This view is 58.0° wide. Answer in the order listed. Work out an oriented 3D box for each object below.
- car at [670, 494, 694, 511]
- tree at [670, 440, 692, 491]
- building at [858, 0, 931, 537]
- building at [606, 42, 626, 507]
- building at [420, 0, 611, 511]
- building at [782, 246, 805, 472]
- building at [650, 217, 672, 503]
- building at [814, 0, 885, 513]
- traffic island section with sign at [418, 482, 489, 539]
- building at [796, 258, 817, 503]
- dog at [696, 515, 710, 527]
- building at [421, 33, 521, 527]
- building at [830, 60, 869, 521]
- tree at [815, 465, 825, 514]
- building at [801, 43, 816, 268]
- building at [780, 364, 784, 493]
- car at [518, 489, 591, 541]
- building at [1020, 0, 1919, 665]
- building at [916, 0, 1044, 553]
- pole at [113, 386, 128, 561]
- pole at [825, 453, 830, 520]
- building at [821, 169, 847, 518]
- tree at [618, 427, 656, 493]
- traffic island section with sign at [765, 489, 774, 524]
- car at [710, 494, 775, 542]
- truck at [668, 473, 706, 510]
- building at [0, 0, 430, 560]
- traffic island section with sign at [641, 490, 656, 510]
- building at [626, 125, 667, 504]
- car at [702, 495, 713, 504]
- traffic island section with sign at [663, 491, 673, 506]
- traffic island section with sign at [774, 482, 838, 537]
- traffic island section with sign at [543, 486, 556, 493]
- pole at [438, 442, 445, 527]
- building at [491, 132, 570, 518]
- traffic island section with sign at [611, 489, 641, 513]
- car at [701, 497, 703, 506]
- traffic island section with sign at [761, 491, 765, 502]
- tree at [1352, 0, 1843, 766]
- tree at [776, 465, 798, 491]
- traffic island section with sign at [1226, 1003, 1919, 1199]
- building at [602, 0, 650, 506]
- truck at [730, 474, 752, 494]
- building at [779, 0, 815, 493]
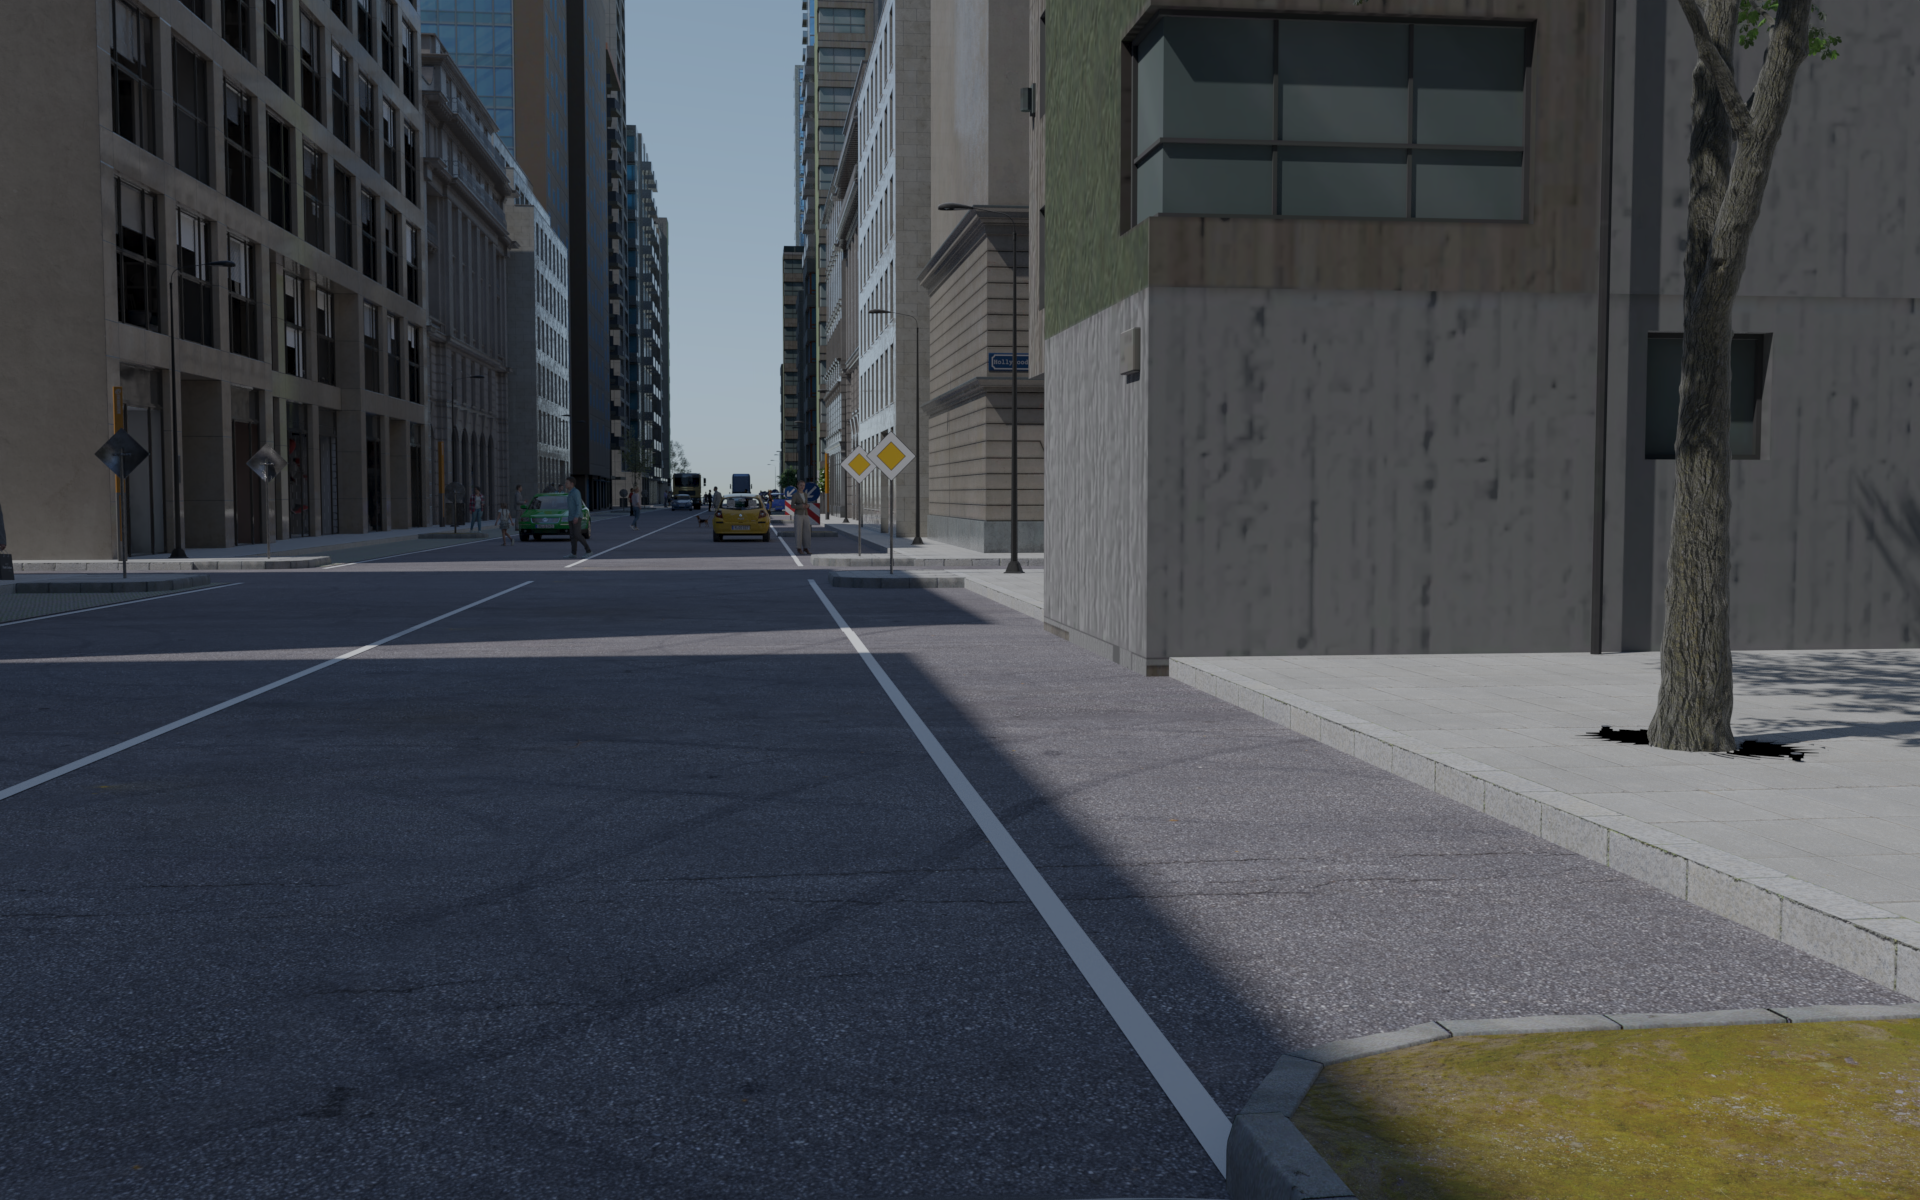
[{"bbox_3d":[-23.788,-8.328,148.158,2.014,1.417,4.499,-1,4,-9],"label":"car"},{"bbox_3d":[-44.708,-20.337,266.919,7.601,10.594,8.767,0,4,1],"label":"tree"},{"bbox_3d":[2.250,-12.516,59.395,10.420,20.320,16.860,0,4,-7],"label":"building"},{"bbox_3d":[-43.788,-31.210,164.913,22.147,44.769,28.867,0,4,-7],"label":"building"},{"bbox_3d":[-36.855,-30.213,144.088,14.600,45.320,14.200,0,4,-7],"label":"building"},{"bbox_3d":[-13.759,-26.393,203.233,14.160,30.474,14.107,0,4,-7],"label":"building"},{"bbox_3d":[-48.948,-34.520,247.991,14.154,41.232,14.086,0,4,-7],"label":"building"},{"bbox_3d":[-3.086,-26.718,120.439,14.154,41.232,14.086,0,4,-7],"label":"building"},{"bbox_3d":[-16.392,-2.908,56.174,1.989,1.847,2.006,0,4,-7],"label":"traffic island section with sign"},{"bbox_3d":[0.760,-18.231,143.121,27.650,21.520,28.899,0,4,-7],"label":"building"},{"bbox_3d":[-11.187,-3.430,75.367,0.540,0.507,0.406,-2,4,-28],"label":"dog"},{"bbox_3d":[-28.024,-14.447,78.002,13.314,21.916,24.055,0,4,-7],"label":"building"},{"bbox_3d":[1.220,-14.596,80.447,13.314,21.916,24.055,0,4,-7],"label":"building"},{"bbox_3d":[-8.899,-7.218,112.623,1.663,3.219,1.824,0,3,0],"label":"tree"},{"bbox_3d":[-4.233,-33.758,171.553,23.786,49.044,30.456,0,4,-7],"label":"building"},{"bbox_3d":[-9.254,-23.281,225.678,27.650,21.520,28.899,0,4,-7],"label":"building"},{"bbox_3d":[-12.593,-2.760,53.919,1.959,1.807,4.718,0,4,-5],"label":"car"},{"bbox_3d":[7.598,-15.204,20.291,14.160,30.474,14.107,0,4,-7],"label":"building"},{"bbox_3d":[16.699,-13.752,43.923,34.723,24.649,14.460,0,4,-7],"label":"building"},{"bbox_3d":[-15.984,-2.392,32.958,0.158,3.312,0.155,0,3,0],"label":"pole"},{"bbox_3d":[-6.619,-5.658,86.359,0.158,3.312,0.155,0,3,0],"label":"pole"},{"bbox_3d":[-2.886,-15.467,102.030,9.793,20.994,18.267,0,4,-7],"label":"building"},{"bbox_3d":[-34.698,-14.384,185.539,4.360,8.622,3.978,0,3,0],"label":"tree"},{"bbox_3d":[-8.437,-4.680,85.153,1.989,1.847,2.006,0,4,-7],"label":"traffic island section with sign"},{"bbox_3d":[-6.694,-2.631,53.243,2.015,1.641,3.980,0,4,-6],"label":"car"},{"bbox_3d":[-25.341,-10.084,160.797,3.469,3.379,9.791,-1,4,-9],"label":"truck"},{"bbox_3d":[-28.092,-14.928,48.590,19.350,26.468,34.151,0,4,-7],"label":"building"},{"bbox_3d":[-29.146,-9.280,160.362,1.989,1.847,2.006,0,4,-7],"label":"traffic island section with sign"},{"bbox_3d":[-50.691,-37.021,224.902,23.786,49.044,30.456,0,4,-7],"label":"building"},{"bbox_3d":[-35.552,-14.288,245.972,2.083,1.381,4.827,0,4,-5],"label":"car"},{"bbox_3d":[-35.789,-12.604,214.701,1.989,1.847,2.006,0,4,-7],"label":"traffic island section with sign"},{"bbox_3d":[-5.166,-3.044,58.396,1.989,1.847,2.006,0,4,-7],"label":"traffic island section with sign"},{"bbox_3d":[-19.732,-4.577,83.464,1.989,1.847,2.006,0,4,-7],"label":"traffic island section with sign"},{"bbox_3d":[-20.129,-4.489,67.245,0.158,3.312,0.155,0,3,0],"label":"pole"},{"bbox_3d":[-28.563,-14.944,99.079,10.420,20.320,16.860,0,4,-7],"label":"building"},{"bbox_3d":[-25.822,-7.623,133.260,1.989,1.847,2.006,0,4,-7],"label":"traffic island section with sign"},{"bbox_3d":[-32.180,-12.116,209.896,2.131,1.459,4.920,0,4,-7],"label":"car"},{"bbox_3d":[-14.501,-7.713,134.735,1.989,1.847,2.006,0,4,-7],"label":"traffic island section with sign"},{"bbox_3d":[3.883,-5.053,8.380,9.928,11.665,9.643,0,3,0],"label":"tree"},{"bbox_3d":[-18.745,-12.825,193.398,4.285,4.588,4.351,0,3,0],"label":"tree"},{"bbox_3d":[1.587,0.331,3.216,1.989,1.847,2.006,0,4,-7],"label":"traffic island section with sign"},{"bbox_3d":[-46.679,-46.531,199.040,20.563,71.187,20.611,0,4,-7],"label":"building"},{"bbox_3d":[-27.874,-14.162,221.308,2.967,4.110,18.799,0,4,-8],"label":"truck"},{"bbox_3d":[-15.170,-57.518,253.089,22.319,86.520,31.000,0,4,-7],"label":"building"}]
